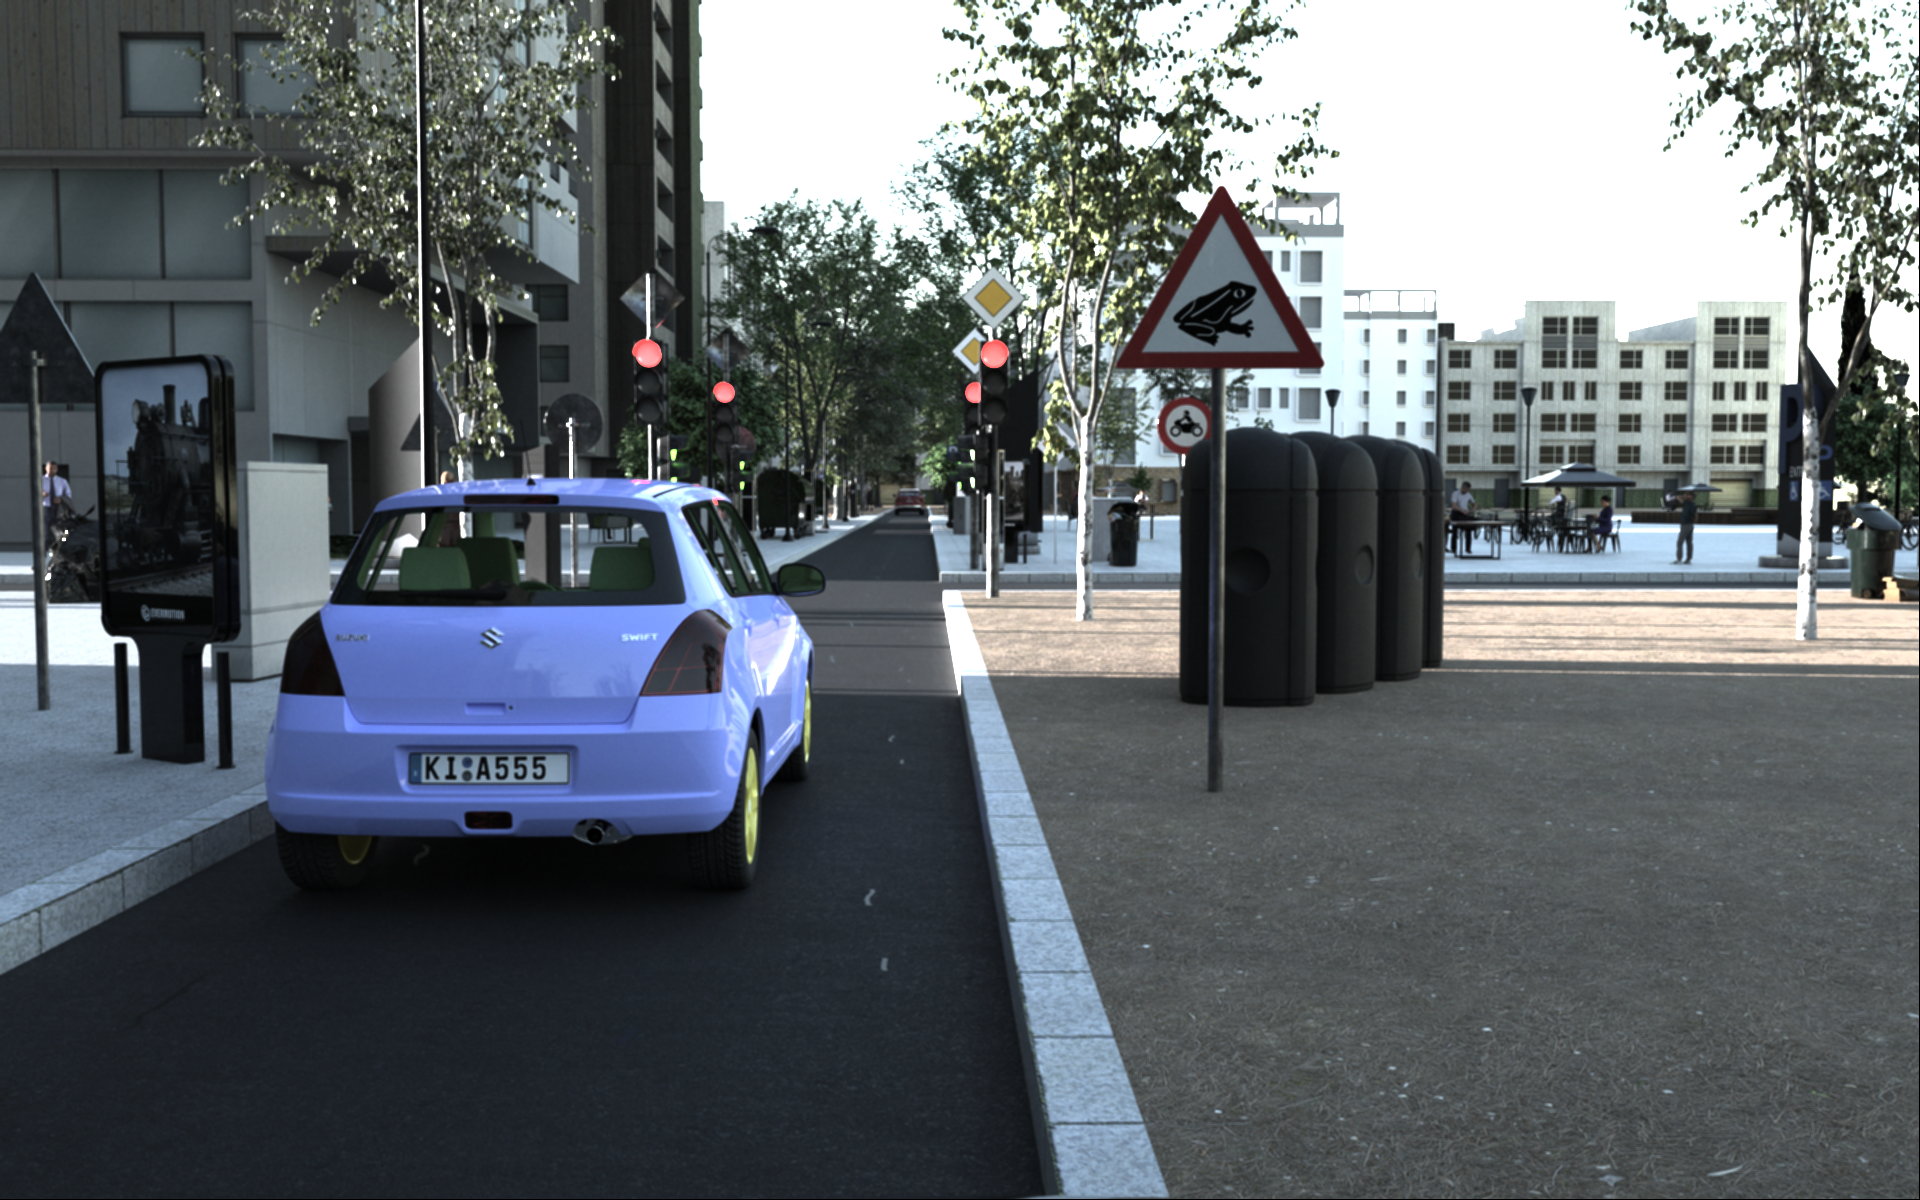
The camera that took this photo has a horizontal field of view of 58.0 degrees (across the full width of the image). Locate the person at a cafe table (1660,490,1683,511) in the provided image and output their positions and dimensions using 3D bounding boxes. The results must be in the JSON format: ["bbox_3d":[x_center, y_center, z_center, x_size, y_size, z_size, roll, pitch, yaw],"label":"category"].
[{"bbox_3d":[41.641,-5.642,100.765,1.622,1.524,1.698,2,4,29],"label":"person at a cafe table"}]

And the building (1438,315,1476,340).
[{"bbox_3d":[47.979,-22.480,211.520,32.646,21.610,27.936,0,4,-1],"label":"building"}]

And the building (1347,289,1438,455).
[{"bbox_3d":[37.971,-18.941,166.107,11.380,20.091,16.016,0,4,-1],"label":"building"}]

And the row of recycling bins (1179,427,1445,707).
[{"bbox_3d":[2.540,-0.292,11.886,1.069,1.692,3.534,2,4,32],"label":"row of recycling bins"}]

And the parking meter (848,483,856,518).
[{"bbox_3d":[-5.843,-5.388,93.806,0.399,1.863,0.255,-1,4,-19],"label":"parking meter"}]

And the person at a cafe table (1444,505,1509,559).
[{"bbox_3d":[9.964,-1.453,34.618,1.726,1.238,1.698,1,4,10],"label":"person at a cafe table"}]

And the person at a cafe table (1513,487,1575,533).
[{"bbox_3d":[19.318,-2.956,56.844,1.622,1.524,1.698,3,5,43],"label":"person at a cafe table"}]

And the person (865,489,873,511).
[{"bbox_3d":[-7.098,-7.805,134.577,0.530,1.710,0.541,-3,4,-36],"label":"person"}]

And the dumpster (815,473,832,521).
[{"bbox_3d":[-6.708,-4.747,80.109,1.502,2.255,1.985,0,4,-1],"label":"dumpster"}]

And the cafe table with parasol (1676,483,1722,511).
[{"bbox_3d":[44.320,-6.056,103.886,2.610,1.966,2.610,-3,5,-40],"label":"cafe table with parasol"}]

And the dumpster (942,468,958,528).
[{"bbox_3d":[0.088,-3.861,65.615,1.502,2.255,1.985,0,4,-1],"label":"dumpster"}]

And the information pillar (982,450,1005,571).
[{"bbox_3d":[0.554,-1.489,28.831,0.304,2.012,0.304,1,4,20],"label":"information pillar"}]

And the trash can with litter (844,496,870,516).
[{"bbox_3d":[-6.421,-5.581,102.303,2.233,1.210,1.678,-1,4,-10],"label":"trash can with litter"}]

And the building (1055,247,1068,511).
[{"bbox_3d":[15.451,-16.394,124.468,16.016,20.091,11.380,0,4,-1],"label":"building"}]

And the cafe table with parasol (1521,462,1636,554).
[{"bbox_3d":[13.383,-2.002,37.597,2.610,1.966,2.610,-2,4,-31],"label":"cafe table with parasol"}]

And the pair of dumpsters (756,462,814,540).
[{"bbox_3d":[-5.155,-2.947,50.678,1.574,2.255,4.437,0,4,-1],"label":"pair of dumpsters"}]

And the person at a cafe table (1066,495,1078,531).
[{"bbox_3d":[4.518,-2.993,59.792,1.726,1.238,1.698,0,4,-5],"label":"person at a cafe table"}]

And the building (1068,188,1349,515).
[{"bbox_3d":[15.707,-15.688,112.924,16.016,20.091,11.380,0,4,-1],"label":"building"}]

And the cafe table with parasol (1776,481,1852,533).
[{"bbox_3d":[27.713,-3.141,56.223,2.610,1.966,2.610,0,4,3],"label":"cafe table with parasol"}]

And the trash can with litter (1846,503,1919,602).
[{"bbox_3d":[11.309,-0.590,21.039,0.624,1.170,1.055,-1,4,-15],"label":"trash can with litter"}]

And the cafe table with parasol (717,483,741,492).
[{"bbox_3d":[-13.443,-5.667,97.520,2.610,1.966,2.610,-2,4,-24],"label":"cafe table with parasol"}]

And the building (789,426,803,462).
[{"bbox_3d":[-29.385,-13.829,168.258,28.070,9.664,9.099,0,4,-1],"label":"building"}]

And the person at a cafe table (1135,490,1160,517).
[{"bbox_3d":[10.230,-5.416,97.068,1.698,1.524,1.622,0,4,-4],"label":"person at a cafe table"}]

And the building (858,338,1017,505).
[{"bbox_3d":[3.756,-20.669,204.402,31.486,18.905,16.747,0,4,-1],"label":"building"}]

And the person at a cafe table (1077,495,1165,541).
[{"bbox_3d":[4.484,-2.259,47.794,1.698,1.238,1.726,3,4,37],"label":"person at a cafe table"}]

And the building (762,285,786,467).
[{"bbox_3d":[-23.169,-18.193,153.868,16.016,20.091,11.380,0,4,-1],"label":"building"}]

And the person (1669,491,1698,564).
[{"bbox_3d":[13.267,-1.333,31.739,0.435,1.345,0.340,-3,5,-42],"label":"person"}]

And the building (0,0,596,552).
[{"bbox_3d":[-26.567,-28.108,48.811,28.713,52.752,27.495,0,4,-1],"label":"building"}]

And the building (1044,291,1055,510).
[{"bbox_3d":[14.763,-17.088,135.816,16.016,20.091,11.380,0,4,-1],"label":"building"}]

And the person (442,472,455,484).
[{"bbox_3d":[-6.110,-0.753,20.618,0.482,1.546,0.388,-2,4,-31],"label":"person"}]

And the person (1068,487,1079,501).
[{"bbox_3d":[7.164,-6.216,108.401,0.721,1.743,1.217,-2,4,-32],"label":"person"}]

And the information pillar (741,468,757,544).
[{"bbox_3d":[-4.700,-2.082,38.538,0.304,2.012,0.304,0,4,5],"label":"information pillar"}]

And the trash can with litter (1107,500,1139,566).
[{"bbox_3d":[2.837,-1.199,30.990,0.624,1.170,1.055,-1,4,-9],"label":"trash can with litter"}]

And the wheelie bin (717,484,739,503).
[{"bbox_3d":[-7.074,-2.696,51.987,0.980,1.594,0.693,3,4,37],"label":"wheelie bin"}]

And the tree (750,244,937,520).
[{"bbox_3d":[-5.938,-10.982,86.208,9.857,13.997,8.962,0,3,0],"label":"tree"}]

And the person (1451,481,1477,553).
[{"bbox_3d":[10.947,-1.795,37.604,0.614,1.554,0.590,-1,4,-10],"label":"person"}]

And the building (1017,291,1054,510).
[{"bbox_3d":[14.650,-17.807,157.602,16.747,18.905,31.486,0,4,-1],"label":"building"}]

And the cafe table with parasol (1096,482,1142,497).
[{"bbox_3d":[9.143,-5.800,99.697,2.610,1.966,2.610,2,4,27],"label":"cafe table with parasol"}]

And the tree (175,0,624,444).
[{"bbox_3d":[-4.936,-4.041,16.431,4.360,8.622,3.978,0,3,0],"label":"tree"}]

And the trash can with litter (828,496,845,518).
[{"bbox_3d":[-6.579,-4.958,92.446,1.055,1.170,0.624,2,4,32],"label":"trash can with litter"}]

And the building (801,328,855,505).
[{"bbox_3d":[-17.712,-21.227,203.483,11.380,20.091,16.016,0,4,-1],"label":"building"}]

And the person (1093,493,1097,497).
[{"bbox_3d":[7.187,-5.113,93.548,0.340,1.345,0.435,3,5,41],"label":"person"}]

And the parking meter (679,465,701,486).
[{"bbox_3d":[-5.275,-1.724,33.896,0.399,1.863,0.255,3,4,38],"label":"parking meter"}]

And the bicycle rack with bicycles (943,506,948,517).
[{"bbox_3d":[0.659,-5.180,98.071,2.852,0.926,2.925,-2,4,-25],"label":"bicycle rack with bicycles"}]

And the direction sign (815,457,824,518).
[{"bbox_3d":[-7.717,-6.168,92.849,0.876,3.537,0.379,1,4,19],"label":"direction sign"}]

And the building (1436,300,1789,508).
[{"bbox_3d":[59.498,-18.334,166.225,31.486,18.905,16.747,0,4,-1],"label":"building"}]

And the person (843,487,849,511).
[{"bbox_3d":[-8.735,-7.784,133.243,0.705,1.831,1.348,2,4,33],"label":"person"}]

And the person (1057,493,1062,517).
[{"bbox_3d":[5.462,-5.248,95.764,0.340,1.345,0.435,3,5,44],"label":"person"}]

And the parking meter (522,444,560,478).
[{"bbox_3d":[-4.913,-0.895,20.341,0.399,1.863,0.255,2,4,25],"label":"parking meter"}]

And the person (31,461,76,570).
[{"bbox_3d":[-15.344,-1.431,29.313,0.709,1.838,0.599,-2,4,-35],"label":"person"}]

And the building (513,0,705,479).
[{"bbox_3d":[-19.490,-18.757,78.386,14.160,30.474,14.107,0,4,-1],"label":"building"}]

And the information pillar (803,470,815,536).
[{"bbox_3d":[-4.631,-2.974,53.117,0.304,2.012,0.304,1,4,8],"label":"information pillar"}]

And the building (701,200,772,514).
[{"bbox_3d":[-22.845,-15.513,120.098,16.747,18.905,31.486,0,4,-1],"label":"building"}]
